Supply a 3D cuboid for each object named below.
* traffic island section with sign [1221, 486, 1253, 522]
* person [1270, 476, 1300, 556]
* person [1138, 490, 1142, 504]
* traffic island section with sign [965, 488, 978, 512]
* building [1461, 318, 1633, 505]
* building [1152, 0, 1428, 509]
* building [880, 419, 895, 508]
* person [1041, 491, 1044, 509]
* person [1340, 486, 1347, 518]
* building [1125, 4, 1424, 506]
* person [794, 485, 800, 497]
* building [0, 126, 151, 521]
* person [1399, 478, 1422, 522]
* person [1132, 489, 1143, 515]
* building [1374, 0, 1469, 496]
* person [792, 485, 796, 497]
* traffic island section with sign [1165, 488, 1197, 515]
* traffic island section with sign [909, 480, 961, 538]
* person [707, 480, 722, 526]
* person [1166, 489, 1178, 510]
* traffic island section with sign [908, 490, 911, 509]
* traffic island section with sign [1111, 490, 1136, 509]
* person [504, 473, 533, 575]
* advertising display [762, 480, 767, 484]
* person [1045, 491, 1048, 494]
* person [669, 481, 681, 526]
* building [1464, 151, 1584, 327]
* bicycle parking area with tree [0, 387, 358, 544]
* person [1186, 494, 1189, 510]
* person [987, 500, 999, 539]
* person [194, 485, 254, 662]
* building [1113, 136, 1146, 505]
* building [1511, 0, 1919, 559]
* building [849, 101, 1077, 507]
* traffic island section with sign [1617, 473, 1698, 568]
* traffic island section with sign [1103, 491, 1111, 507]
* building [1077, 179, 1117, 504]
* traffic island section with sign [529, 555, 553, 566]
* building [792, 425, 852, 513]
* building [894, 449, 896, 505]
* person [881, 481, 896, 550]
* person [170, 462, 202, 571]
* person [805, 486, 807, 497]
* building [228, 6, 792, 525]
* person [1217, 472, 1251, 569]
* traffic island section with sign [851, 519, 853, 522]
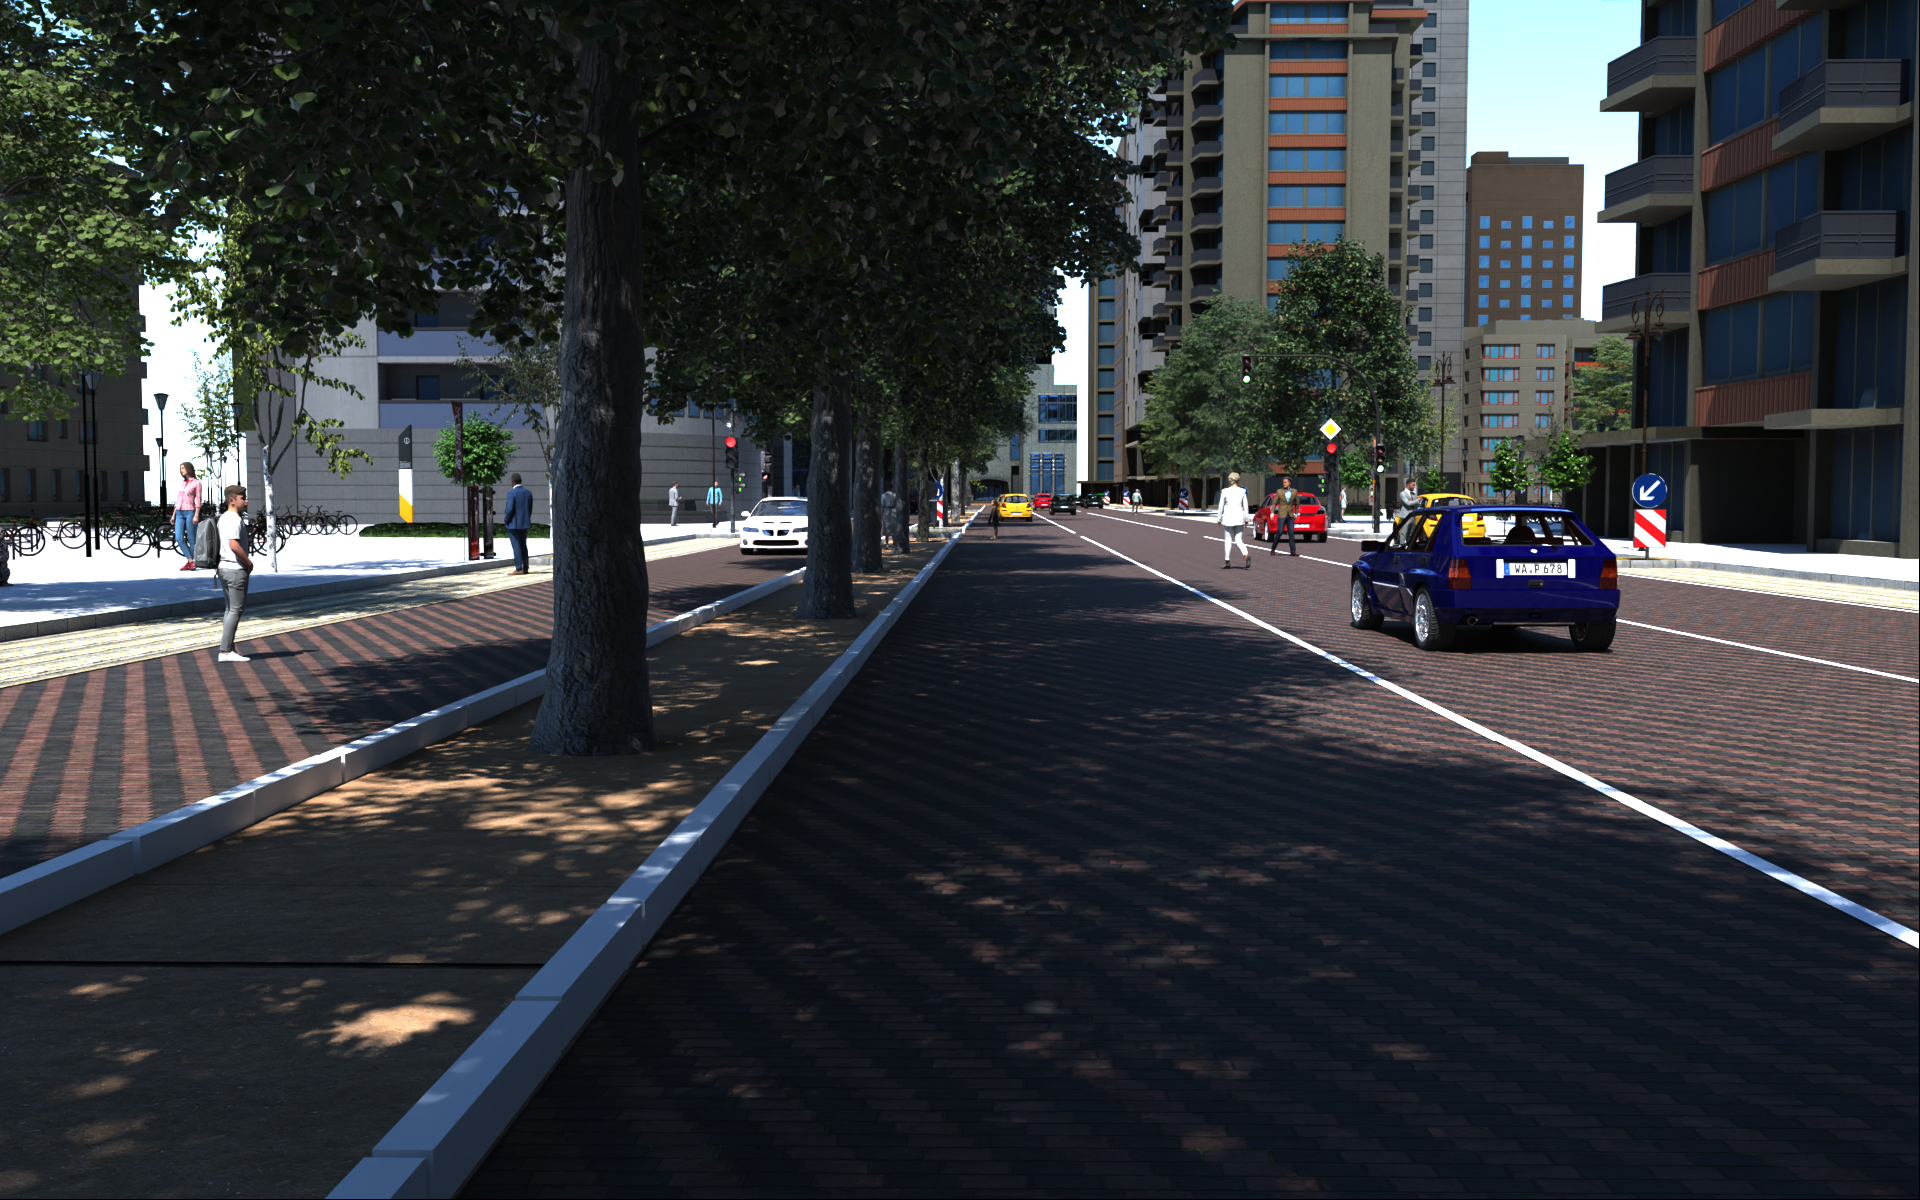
[{"bbox_3d":[14.285,-4.929,89.210,1.989,1.847,2.006,0,4,1],"label":"traffic island section with sign"},{"bbox_3d":[7.498,-1.936,40.070,0.656,1.842,0.836,-3,4,-37],"label":"person"},{"bbox_3d":[17.597,-9.982,170.164,0.530,1.710,0.541,-2,4,-26],"label":"person"},{"bbox_3d":[0.537,-8.046,139.690,2.006,1.907,1.989,0,4,1],"label":"traffic island section with sign"},{"bbox_3d":[71.324,-21.788,201.281,28.899,21.520,27.650,0,4,1],"label":"building"},{"bbox_3d":[29.017,-30.760,157.546,22.147,44.769,28.867,0,4,1],"label":"building"},{"bbox_3d":[-14.046,-24.695,175.468,14.160,30.474,14.107,0,4,1],"label":"building"},{"bbox_3d":[7.733,-9.459,163.978,1.217,1.723,0.721,-3,5,-43],"label":"person"},{"bbox_3d":[20.342,-5.191,91.918,0.522,1.701,0.512,-1,4,-14],"label":"person"},{"bbox_3d":[32.203,-36.500,186.008,28.713,52.752,27.495,0,4,1],"label":"building"},{"bbox_3d":[-8.767,-5.299,93.165,0.515,1.767,0.782,-2,4,-32],"label":"person"},{"bbox_3d":[-58.671,-14.370,79.986,28.899,21.520,27.650,0,4,1],"label":"building"},{"bbox_3d":[10.419,-1.917,40.021,0.466,1.800,0.511,3,4,37],"label":"person"},{"bbox_3d":[12.429,-6.867,121.265,0.782,1.767,0.515,1,4,14],"label":"person"},{"bbox_3d":[55.234,-48.504,231.291,20.611,71.187,20.563,0,4,1],"label":"building"},{"bbox_3d":[-10.329,-6.256,108.425,0.850,1.850,0.679,-1,4,-11],"label":"person"},{"bbox_3d":[14.805,-6.577,116.161,1.989,1.847,2.006,0,4,1],"label":"traffic island section with sign"},{"bbox_3d":[-1.083,-2.998,57.160,2.006,1.907,1.989,0,4,1],"label":"traffic island section with sign"},{"bbox_3d":[-9.893,-3.933,70.208,0.638,1.841,0.748,2,4,28],"label":"person"},{"bbox_3d":[17.462,-8.302,142.507,1.217,1.735,0.721,-3,4,-37],"label":"person"},{"bbox_3d":[-5.024,-9.672,166.768,1.989,1.847,2.006,0,4,1],"label":"traffic island section with sign"},{"bbox_3d":[15.804,-9.647,166.351,1.989,1.847,2.006,0,4,1],"label":"traffic island section with sign"},{"bbox_3d":[-7.766,-1.335,30.514,0.419,1.800,0.721,1,4,22],"label":"person"},{"bbox_3d":[-8.715,-4.404,77.216,0.123,1.923,0.974,0,4,1],"label":"advertising display"},{"bbox_3d":[10.101,-11.916,203.285,1.348,1.831,0.705,-3,5,-43],"label":"person"},{"bbox_3d":[-11.235,-3.815,68.623,0.583,1.804,0.606,-3,5,-41],"label":"person"},{"bbox_3d":[72.682,-35.418,229.200,14.200,45.320,14.600,0,4,1],"label":"building"},{"bbox_3d":[-22.554,-3.969,51.901,9.016,4.147,8.231,1,4,13],"label":"bicycle parking area with tree"},{"bbox_3d":[18.711,-8.377,143.674,0.551,1.740,0.621,-1,4,-20],"label":"person"},{"bbox_3d":[1.072,-2.590,55.519,0.373,1.253,0.362,1,4,16],"label":"person"},{"bbox_3d":[-6.236,-0.227,14.815,0.503,1.515,0.523,1,4,18],"label":"person"},{"bbox_3d":[25.980,-34.119,207.951,14.600,45.320,14.200,0,4,1],"label":"building"},{"bbox_3d":[28.438,-23.623,40.866,22.147,44.769,28.867,0,4,1],"label":"building"},{"bbox_3d":[-0.082,-56.265,232.601,31.000,86.520,22.319,0,4,1],"label":"building"},{"bbox_3d":[13.198,-1.562,34.162,1.989,1.847,2.006,0,4,1],"label":"traffic island section with sign"},{"bbox_3d":[16.356,-11.383,194.732,1.989,1.847,2.006,0,4,1],"label":"traffic island section with sign"},{"bbox_3d":[29.868,-35.362,232.788,28.867,44.769,22.147,0,4,1],"label":"building"},{"bbox_3d":[-7.605,-1.634,35.345,1.989,1.847,2.006,0,4,1],"label":"traffic island section with sign"},{"bbox_3d":[-18.510,-49.510,122.154,22.319,86.520,31.000,0,4,1],"label":"building"},{"bbox_3d":[-13.560,-32.987,189.440,14.600,45.320,14.200,0,4,1],"label":"building"},{"bbox_3d":[-1.759,-2.139,44.049,0.480,1.755,0.524,0,4,-3],"label":"person"},{"bbox_3d":[-12.944,-1.401,28.963,0.555,1.821,0.388,0,4,7],"label":"person"},{"bbox_3d":[-9.112,-5.917,102.967,0.473,1.802,0.592,2,4,27],"label":"person"},{"bbox_3d":[-20.451,-33.188,84.622,21.231,58.520,28.212,0,4,1],"label":"building"},{"bbox_3d":[5.215,-1.494,32.814,0.514,1.842,0.818,-2,4,-24],"label":"person"},{"bbox_3d":[-6.531,-4.954,89.627,1.989,1.847,2.006,0,4,1],"label":"traffic island section with sign"}]
